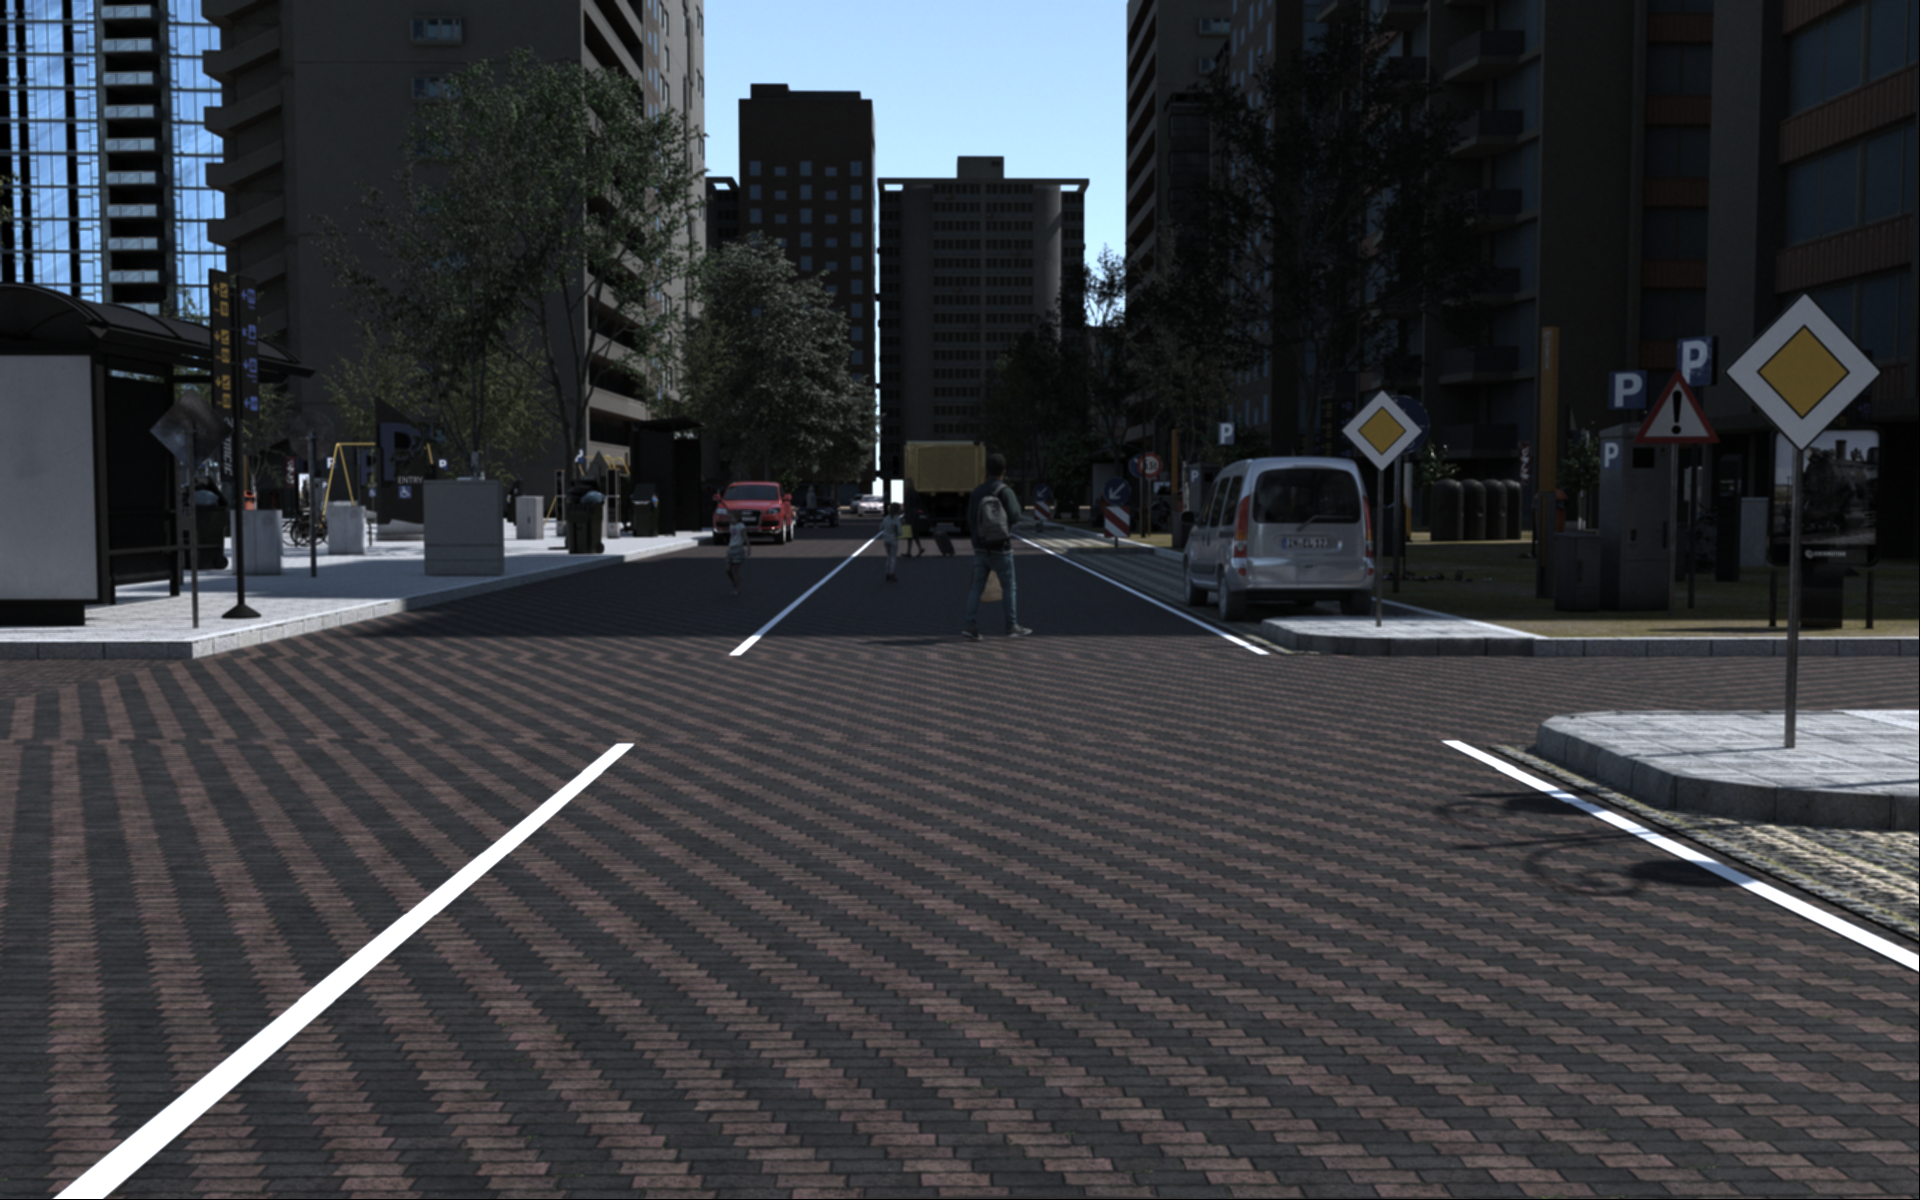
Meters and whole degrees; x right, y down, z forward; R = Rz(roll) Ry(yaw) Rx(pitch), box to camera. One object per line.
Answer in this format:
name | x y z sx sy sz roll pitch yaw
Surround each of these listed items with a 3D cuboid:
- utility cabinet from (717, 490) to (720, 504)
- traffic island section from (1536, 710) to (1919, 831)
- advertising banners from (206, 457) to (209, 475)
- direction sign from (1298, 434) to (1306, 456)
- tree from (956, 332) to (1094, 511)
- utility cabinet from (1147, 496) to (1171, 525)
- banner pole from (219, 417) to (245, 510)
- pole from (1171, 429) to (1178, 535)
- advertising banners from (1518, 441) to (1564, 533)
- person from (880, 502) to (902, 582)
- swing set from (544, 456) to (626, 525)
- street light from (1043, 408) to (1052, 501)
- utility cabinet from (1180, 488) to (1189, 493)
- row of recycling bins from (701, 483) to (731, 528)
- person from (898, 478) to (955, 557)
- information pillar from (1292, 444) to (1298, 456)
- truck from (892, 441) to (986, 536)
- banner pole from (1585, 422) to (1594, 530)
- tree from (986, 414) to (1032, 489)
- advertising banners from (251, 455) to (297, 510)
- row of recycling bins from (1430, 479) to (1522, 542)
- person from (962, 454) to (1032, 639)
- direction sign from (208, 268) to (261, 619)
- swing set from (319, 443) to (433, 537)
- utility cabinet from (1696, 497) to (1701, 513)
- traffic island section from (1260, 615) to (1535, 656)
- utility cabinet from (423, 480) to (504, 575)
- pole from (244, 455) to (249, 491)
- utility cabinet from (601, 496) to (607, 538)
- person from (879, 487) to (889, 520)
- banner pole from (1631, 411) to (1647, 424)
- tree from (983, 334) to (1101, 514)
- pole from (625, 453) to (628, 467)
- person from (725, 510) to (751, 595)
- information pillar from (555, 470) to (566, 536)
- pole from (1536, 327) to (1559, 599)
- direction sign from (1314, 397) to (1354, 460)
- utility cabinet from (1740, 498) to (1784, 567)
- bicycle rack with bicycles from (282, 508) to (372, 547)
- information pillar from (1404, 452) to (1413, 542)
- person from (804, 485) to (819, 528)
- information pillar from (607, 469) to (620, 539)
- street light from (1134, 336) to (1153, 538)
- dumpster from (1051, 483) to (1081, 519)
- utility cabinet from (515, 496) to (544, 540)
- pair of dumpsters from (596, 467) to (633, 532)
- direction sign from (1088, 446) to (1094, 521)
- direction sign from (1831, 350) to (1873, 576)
utility cabinet | -12.460 -5.033 90.976 0.318 1.500 1.173 0 4 4
traffic island section | 4.215 0.826 8.769 2.009 0.180 2.903 0 4 -1
advertising banners | -23.894 -3.582 54.748 0.090 3.025 2.074 -2 4 -31
direction sign | 13.097 -4.464 64.989 0.876 3.537 0.379 2 4 35
tree | 4.838 -13.418 129.757 12.009 13.543 11.850 0 3 0
utility cabinet | 8.346 -3.744 72.368 1.020 1.237 0.306 2 4 24
banner pole | -19.041 -3.388 45.419 0.863 3.779 0.401 0 4 6
pole | 6.762 -3.716 54.598 0.158 3.312 0.155 0 3 0
advertising banners | 18.965 -3.671 56.211 0.090 3.025 2.074 -3 4 -38
person | -1.112 -0.954 28.373 0.425 1.301 0.394 1 4 21
swing set | -15.301 -4.520 71.516 2.862 2.851 3.119 -3 5 -41
street light | 4.624 -7.245 91.249 0.468 5.910 1.993 0 4 -1
utility cabinet | 8.536 -3.292 62.507 1.173 1.500 0.318 2 4 29
row of recycling bins | -10.122 -3.622 66.331 3.534 1.692 1.069 -2 4 -24
person | -0.790 -1.902 39.816 1.509 1.804 0.699 -2 4 -29
information pillar | 15.683 -5.501 81.292 0.183 3.616 0.504 -1 4 -14
truck | -0.664 -4.056 62.243 3.469 3.379 9.791 0 4 -3
banner pole | 21.711 -4.276 59.922 0.863 3.779 0.401 -3 5 -41
tree | 4.203 -12.394 153.011 4.737 8.622 4.395 0 3 0
advertising banners | -30.930 -5.005 78.016 2.074 3.025 0.090 -2 4 -25
row of recycling bins | 14.374 -2.499 47.978 3.534 1.692 1.069 -3 4 -38
person | 0.306 -0.521 17.002 0.713 1.824 0.794 -3 4 -36
direction sign | -7.468 -1.584 17.895 0.379 3.537 0.876 0 4 6
swing set | -17.798 -3.393 53.092 3.119 2.851 2.862 0 4 6
utility cabinet | 22.399 -2.526 52.466 0.306 1.237 1.020 2 4 24
traffic island section | 4.066 0.338 16.753 2.009 0.180 2.903 0 4 -1
utility cabinet | -7.801 -1.136 27.250 1.173 1.500 0.318 0 4 0
pole | -36.956 -5.864 89.713 0.158 3.312 0.155 0 3 0
utility cabinet | -10.603 -2.441 51.076 0.306 1.237 1.020 1 4 21
person | -4.122 -5.320 95.467 0.705 1.826 1.348 1 4 16
banner pole | 20.650 -3.837 52.750 0.401 3.779 0.863 -1 4 -19
tree | 5.205 -11.265 109.937 9.928 11.665 9.643 0 3 0
pole | -16.364 -5.581 85.091 0.158 3.312 0.155 0 3 0
person | -3.121 -0.681 24.655 0.505 1.210 0.382 3 5 40
information pillar | -12.162 -2.970 53.049 0.304 2.012 0.304 2 4 31
pole | 7.209 -1.676 21.241 0.158 3.312 0.155 0 3 0
direction sign | 8.873 -2.988 40.854 0.876 3.537 0.379 3 5 44
utility cabinet | 14.147 -1.194 30.681 1.020 1.237 0.306 1 4 20
bicycle rack with bicycles | -15.962 -1.808 42.946 2.925 0.926 2.852 -2 4 -33
information pillar | 11.923 -3.347 46.076 0.183 3.616 0.504 0 4 -1
person | -6.281 -3.909 72.587 0.728 1.800 0.709 -3 5 -44
information pillar | -10.003 -2.782 49.980 0.304 2.012 0.304 0 4 5
street light | 5.402 -4.770 50.781 0.468 5.910 1.993 0 4 -1
dumpster | 5.470 -5.290 88.979 1.502 2.255 1.985 0 4 -1
utility cabinet | -12.195 -2.318 49.061 1.020 1.237 0.306 3 5 44
pair of dumpsters | -11.772 -3.520 60.052 1.574 2.255 4.437 0 4 -1
direction sign | 6.146 -5.448 81.064 0.876 3.537 0.379 3 5 44
direction sign | 13.951 -2.150 27.155 0.876 3.537 0.379 -2 4 -26
